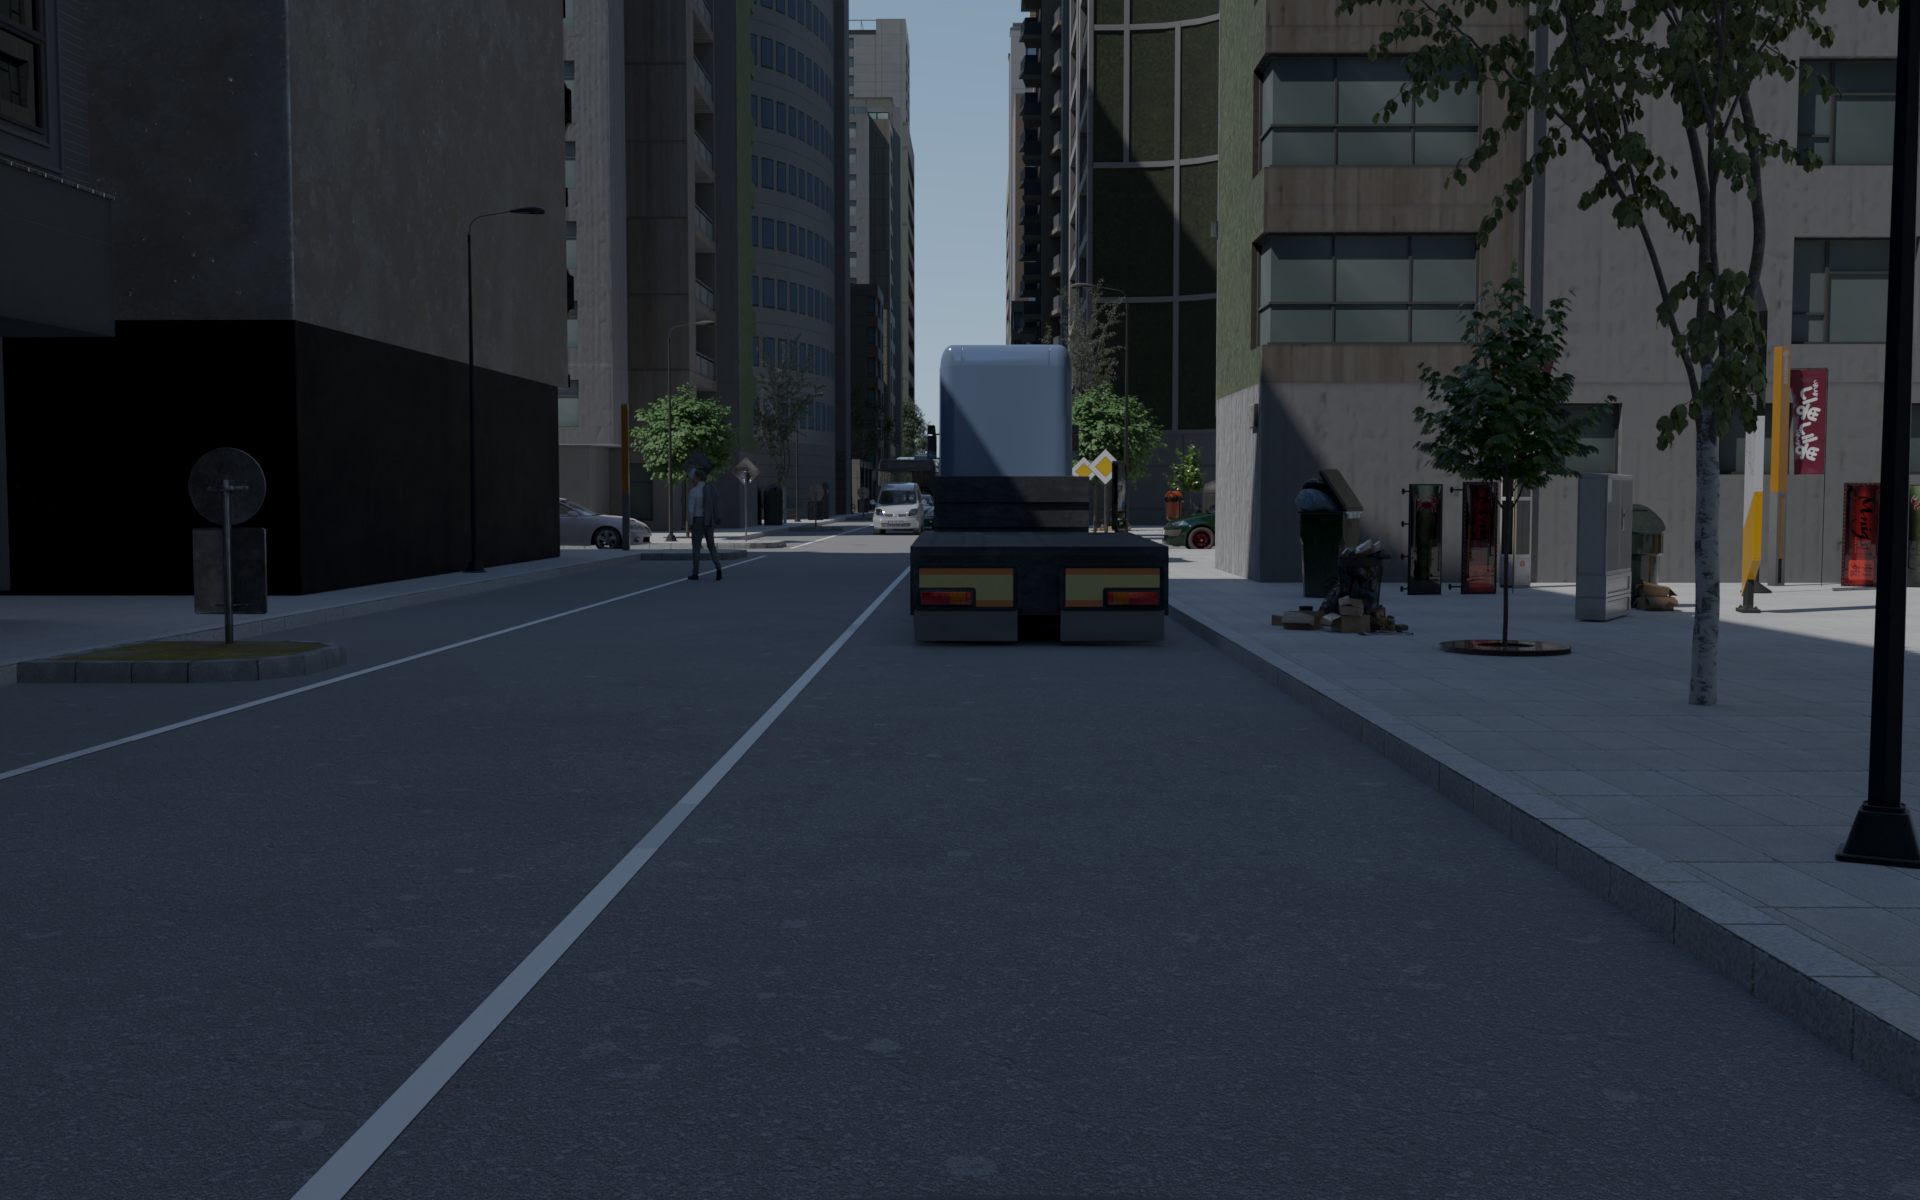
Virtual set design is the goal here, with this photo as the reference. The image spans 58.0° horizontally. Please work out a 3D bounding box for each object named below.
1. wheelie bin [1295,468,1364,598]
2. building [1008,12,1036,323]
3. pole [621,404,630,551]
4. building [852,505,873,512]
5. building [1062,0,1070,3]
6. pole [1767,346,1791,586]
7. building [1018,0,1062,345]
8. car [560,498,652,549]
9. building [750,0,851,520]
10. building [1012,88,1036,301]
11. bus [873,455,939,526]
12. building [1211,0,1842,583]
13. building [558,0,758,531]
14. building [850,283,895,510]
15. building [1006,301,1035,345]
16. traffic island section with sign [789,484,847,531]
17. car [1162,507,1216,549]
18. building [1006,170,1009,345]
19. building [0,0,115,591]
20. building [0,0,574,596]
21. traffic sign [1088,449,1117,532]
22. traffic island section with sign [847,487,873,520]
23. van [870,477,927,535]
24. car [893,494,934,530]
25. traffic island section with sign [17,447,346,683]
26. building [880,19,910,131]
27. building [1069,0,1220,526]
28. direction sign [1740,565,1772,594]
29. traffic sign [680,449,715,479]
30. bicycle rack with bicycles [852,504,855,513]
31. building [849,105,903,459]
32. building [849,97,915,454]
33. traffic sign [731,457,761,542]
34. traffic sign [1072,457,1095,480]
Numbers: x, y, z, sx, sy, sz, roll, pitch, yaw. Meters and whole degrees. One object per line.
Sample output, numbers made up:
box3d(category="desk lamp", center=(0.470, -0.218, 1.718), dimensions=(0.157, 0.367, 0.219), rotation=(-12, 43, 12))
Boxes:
box3d(category="wheelie bin", center=(4.570, -0.832, 21.518), dimensions=(0.693, 1.594, 0.980), rotation=(2, 4, 32))
box3d(category="building", center=(16.641, -41.425, 219.297), dimensions=(21.231, 58.520, 28.212), rotation=(0, 4, 1))
box3d(category="pole", center=(-7.592, -2.782, 39.322), dimensions=(0.158, 3.312, 0.155), rotation=(0, 3, 0))
box3d(category="building", center=(-17.179, -42.361, 130.858), dimensions=(20.563, 71.187, 20.611), rotation=(0, 4, 1))
box3d(category="building", center=(16.700, -34.482, 105.781), dimensions=(21.231, 58.520, 28.212), rotation=(0, 4, 1))
box3d(category="pole", center=(11.389, -1.849, 24.075), dimensions=(0.158, 3.312, 0.155), rotation=(0, 3, 0))
box3d(category="building", center=(15.887, -29.629, 139.058), dimensions=(22.147, 44.769, 28.867), rotation=(0, 4, 1))
box3d(category="car", center=(-10.197, -1.911, 43.608), dimensions=(4.827, 1.381, 2.083), rotation=(0, 4, -1))
box3d(category="building", center=(-17.680, -33.887, 96.056), dimensions=(21.231, 58.520, 28.212), rotation=(0, 4, 1))
box3d(category="building", center=(12.791, -33.025, 190.067), dimensions=(14.600, 45.320, 14.200), rotation=(0, 4, 1))
box3d(category="bus", center=(-2.225, -5.306, 81.618), dimensions=(2.948, 3.499, 13.247), rotation=(0, 4, 1))
box3d(category="building", center=(11.432, -15.853, 30.905), dimensions=(14.160, 30.474, 14.107), rotation=(0, 4, 1))
box3d(category="building", center=(-15.220, -23.114, 61.514), dimensions=(14.154, 41.232, 14.086), rotation=(0, 4, 1))
box3d(category="building", center=(-20.408, -19.088, 157.120), dimensions=(27.650, 21.520, 28.899), rotation=(0, 4, 1))
box3d(category="building", center=(18.585, -19.828, 169.219), dimensions=(27.650, 21.520, 28.899), rotation=(0, 4, 1))
box3d(category="traffic island section with sign", center=(-5.570, -3.588, 67.284), dimensions=(1.989, 1.847, 2.006), rotation=(0, 4, 1))
box3d(category="car", center=(7.129, -2.029, 42.953), dimensions=(4.222, 1.686, 2.009), rotation=(0, 4, 2))
box3d(category="building", center=(17.317, -37.992, 244.877), dimensions=(21.300, 48.544, 21.600), rotation=(0, 4, 1))
box3d(category="building", center=(-15.358, -12.944, 5.148), dimensions=(14.314, 27.812, 24.014), rotation=(0, 4, 1))
box3d(category="building", center=(-16.563, -9.922, 29.679), dimensions=(16.811, 18.784, 16.820), rotation=(0, 4, 1))
box3d(category="traffic sign", center=(3.235, -2.138, 38.592), dimensions=(0.795, 2.450, 0.064), rotation=(0, 4, 1))
box3d(category="traffic island section with sign", center=(-5.266, -5.300, 95.282), dimensions=(1.989, 1.847, 2.006), rotation=(0, 4, 1))
box3d(category="van", center=(-2.163, -3.343, 61.676), dimensions=(2.013, 2.044, 4.112), rotation=(0, 4, 1))
box3d(category="car", center=(-1.785, -3.548, 69.816), dimensions=(2.131, 1.459, 4.920), rotation=(0, 4, -1))
box3d(category="traffic island section with sign", center=(-6.161, -0.333, 14.069), dimensions=(1.989, 1.847, 2.006), rotation=(0, 4, 1))
box3d(category="building", center=(-15.855, -50.664, 266.608), dimensions=(20.563, 71.187, 20.611), rotation=(0, 4, 1))
box3d(category="building", center=(13.208, -38.827, 73.080), dimensions=(20.563, 71.187, 20.611), rotation=(0, 4, 1))
box3d(category="direction sign", center=(10.347, -1.860, 22.405), dimensions=(0.379, 3.537, 0.876), rotation=(2, 4, 26))
box3d(category="traffic sign", center=(-5.858, -2.145, 38.714), dimensions=(0.795, 2.450, 0.064), rotation=(0, 4, 1))
box3d(category="bicycle rack with bicycles", center=(-8.034, -6.207, 114.867), dimensions=(2.852, 0.926, 2.925), rotation=(3, 5, 43))
box3d(category="building", center=(-13.176, -30.232, 177.891), dimensions=(14.154, 41.232, 14.086), rotation=(0, 4, 1))
box3d(category="building", center=(-16.676, -36.201, 215.586), dimensions=(21.300, 48.544, 21.600), rotation=(0, 4, 1))
box3d(category="traffic sign", center=(-5.769, -2.633, 46.699), dimensions=(0.795, 2.450, 0.064), rotation=(0, 4, 1))
box3d(category="traffic sign", center=(3.324, -2.626, 46.577), dimensions=(0.795, 2.450, 0.064), rotation=(0, 4, 1))
